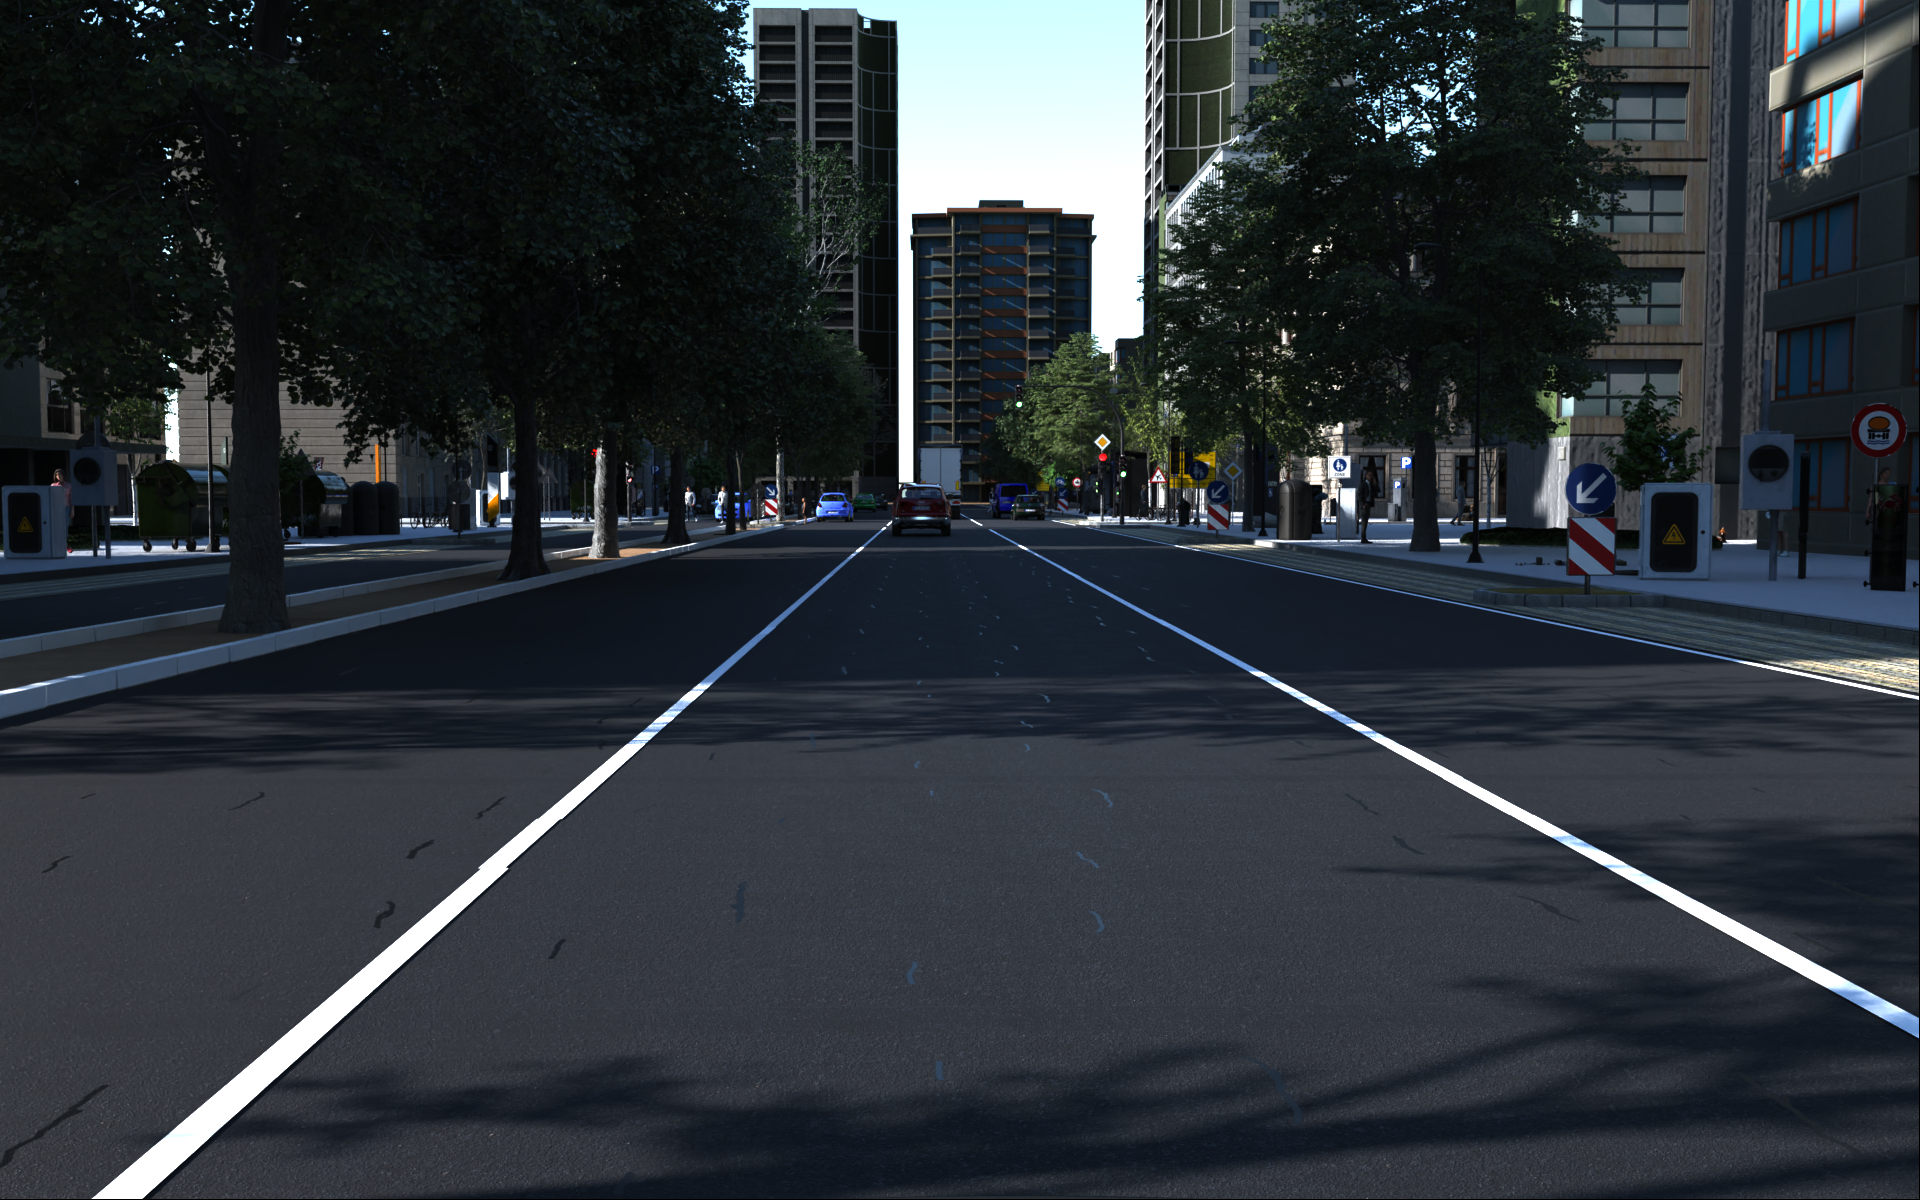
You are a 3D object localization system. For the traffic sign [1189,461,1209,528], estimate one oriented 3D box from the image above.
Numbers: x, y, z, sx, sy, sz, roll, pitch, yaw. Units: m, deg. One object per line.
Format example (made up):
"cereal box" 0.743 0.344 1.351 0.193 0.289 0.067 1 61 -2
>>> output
"traffic sign" 9.104 -4.041 66.182 0.768 2.556 0.104 0 4 0

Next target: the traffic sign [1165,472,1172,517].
"traffic sign" 11.743 -5.888 96.376 0.768 2.556 0.104 0 4 2

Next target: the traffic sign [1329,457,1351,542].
"traffic sign" 10.203 -2.720 46.598 0.606 2.300 0.079 0 4 2

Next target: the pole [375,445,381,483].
"pole" -23.976 -4.746 71.439 0.158 3.312 0.155 0 3 0

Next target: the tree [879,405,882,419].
"tree" -9.256 -12.248 120.845 7.486 12.596 7.792 0 3 0

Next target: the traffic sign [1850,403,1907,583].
"traffic sign" 12.842 -1.480 24.305 0.768 2.556 0.104 0 4 4

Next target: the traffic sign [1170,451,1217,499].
"traffic sign" 10.874 -5.343 81.233 2.265 3.308 0.079 0 4 4

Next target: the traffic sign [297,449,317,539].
"traffic sign" -18.794 -3.024 49.439 0.884 2.594 0.081 0 4 2

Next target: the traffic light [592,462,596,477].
"traffic light" -15.094 -5.084 72.051 0.839 4.253 0.868 0 4 -1

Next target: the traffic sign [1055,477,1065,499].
"traffic sign" 7.361 -7.801 127.659 0.768 2.556 0.104 0 4 5

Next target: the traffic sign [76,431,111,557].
"traffic sign" -17.652 -2.151 35.279 0.768 2.556 0.104 0 4 7

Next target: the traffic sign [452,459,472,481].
"traffic sign" -18.088 -3.840 62.883 0.768 2.556 0.104 1 4 8

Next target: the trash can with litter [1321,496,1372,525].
"trash can with litter" 16.067 -3.747 72.322 2.233 1.210 1.678 2 4 29

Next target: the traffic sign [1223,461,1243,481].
"traffic sign" 10.875 -4.231 68.906 0.795 2.593 0.064 0 4 8

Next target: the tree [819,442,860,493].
"tree" -10.114 -11.672 143.660 4.360 8.622 3.978 0 3 0

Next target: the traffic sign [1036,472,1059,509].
"traffic sign" 7.859 -9.735 153.047 2.265 3.308 0.079 0 4 3

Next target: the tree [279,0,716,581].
"tree" -7.191 -6.670 28.517 9.611 12.733 9.660 0 3 0

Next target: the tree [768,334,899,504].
"tree" -9.681 -13.322 130.639 12.009 13.543 11.850 0 3 0

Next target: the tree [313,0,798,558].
"tree" -7.950 -7.906 38.373 9.857 13.997 8.962 0 3 0

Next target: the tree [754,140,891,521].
"tree" -10.161 -13.946 86.362 12.611 20.169 13.585 0 3 0

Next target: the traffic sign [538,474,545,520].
"traffic sign" -20.410 -5.200 85.020 0.884 2.594 0.081 0 4 3

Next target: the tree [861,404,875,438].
"tree" -8.926 -9.786 96.870 8.767 10.594 7.601 0 4 -1

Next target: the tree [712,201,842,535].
"tree" -7.868 -8.047 59.778 9.928 11.665 9.643 0 3 0

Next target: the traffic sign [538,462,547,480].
"traffic sign" -16.948 -4.262 69.422 0.795 2.593 0.064 0 3 0

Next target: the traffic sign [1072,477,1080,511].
"traffic sign" 8.889 -8.026 131.333 0.768 2.556 0.104 0 4 3

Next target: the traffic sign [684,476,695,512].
"traffic sign" -18.991 -7.440 121.756 0.768 2.556 0.104 0 3 0

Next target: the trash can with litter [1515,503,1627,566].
"trash can with litter" 11.129 -1.240 31.327 2.233 1.210 1.678 0 4 2

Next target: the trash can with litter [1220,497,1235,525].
"trash can with litter" 10.757 -3.661 71.250 1.055 1.170 0.624 -2 4 -32

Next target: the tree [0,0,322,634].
"tree" -7.336 -6.639 17.659 9.857 13.997 8.962 0 3 0

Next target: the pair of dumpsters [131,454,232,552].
"pair of dumpsters" -17.616 -2.311 40.273 1.574 2.255 4.437 0 4 -1

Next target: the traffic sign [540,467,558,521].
"traffic sign" -19.789 -5.102 83.428 0.884 2.594 0.081 0 4 3

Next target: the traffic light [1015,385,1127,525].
"traffic light" 4.672 -5.974 72.340 4.771 5.953 1.251 0 4 -1

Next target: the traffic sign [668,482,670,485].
"traffic sign" -20.768 -7.664 125.414 0.768 2.556 0.104 0 4 5

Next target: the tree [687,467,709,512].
"tree" -18.831 -7.879 123.431 1.663 3.219 1.824 0 3 0

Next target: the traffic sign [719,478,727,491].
"traffic sign" -18.855 -8.409 137.598 0.768 2.556 0.104 0 4 1

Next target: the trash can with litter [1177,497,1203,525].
"trash can with litter" 9.574 -3.714 72.116 1.055 1.170 0.624 0 4 1

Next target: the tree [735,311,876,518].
"tree" -9.294 -11.270 104.845 7.486 12.596 7.792 0 3 0

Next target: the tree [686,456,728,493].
"tree" -19.559 -9.175 133.719 4.285 4.588 4.351 0 3 0

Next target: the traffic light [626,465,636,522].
"traffic light" -13.173 -6.449 80.113 4.771 5.953 1.251 0 4 -1

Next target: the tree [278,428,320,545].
"tree" -17.532 -3.039 44.295 1.663 3.219 1.824 0 3 0

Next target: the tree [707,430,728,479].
"tree" -18.812 -14.192 150.159 7.486 12.596 7.792 0 3 0

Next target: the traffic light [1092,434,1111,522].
"traffic light" 6.594 -5.602 80.508 0.839 4.253 0.868 0 4 -1

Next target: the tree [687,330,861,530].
"tree" -8.597 -8.073 68.863 8.767 10.594 7.601 0 4 -1

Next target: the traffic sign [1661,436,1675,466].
"traffic sign" 11.766 -1.657 29.224 0.606 2.300 0.079 0 4 3

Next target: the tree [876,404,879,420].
"tree" -9.456 -11.769 113.001 7.486 12.596 7.792 0 3 0

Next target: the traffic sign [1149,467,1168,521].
"traffic sign" 9.378 -5.011 81.935 0.884 2.594 0.081 0 4 7

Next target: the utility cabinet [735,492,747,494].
"utility cabinet" -18.805 -8.589 149.113 1.173 1.500 0.318 0 4 5

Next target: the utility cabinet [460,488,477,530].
"utility cabinet" -17.371 -3.203 61.040 0.318 1.500 1.173 0 4 4

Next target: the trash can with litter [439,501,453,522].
"trash can with litter" -23.800 -4.258 80.674 1.678 1.210 2.233 2 4 29

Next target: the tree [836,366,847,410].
"tree" -8.182 -7.970 49.776 9.611 12.733 9.660 0 3 0

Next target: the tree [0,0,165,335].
"tree" -17.037 -6.285 28.512 9.928 11.665 9.643 0 3 0
